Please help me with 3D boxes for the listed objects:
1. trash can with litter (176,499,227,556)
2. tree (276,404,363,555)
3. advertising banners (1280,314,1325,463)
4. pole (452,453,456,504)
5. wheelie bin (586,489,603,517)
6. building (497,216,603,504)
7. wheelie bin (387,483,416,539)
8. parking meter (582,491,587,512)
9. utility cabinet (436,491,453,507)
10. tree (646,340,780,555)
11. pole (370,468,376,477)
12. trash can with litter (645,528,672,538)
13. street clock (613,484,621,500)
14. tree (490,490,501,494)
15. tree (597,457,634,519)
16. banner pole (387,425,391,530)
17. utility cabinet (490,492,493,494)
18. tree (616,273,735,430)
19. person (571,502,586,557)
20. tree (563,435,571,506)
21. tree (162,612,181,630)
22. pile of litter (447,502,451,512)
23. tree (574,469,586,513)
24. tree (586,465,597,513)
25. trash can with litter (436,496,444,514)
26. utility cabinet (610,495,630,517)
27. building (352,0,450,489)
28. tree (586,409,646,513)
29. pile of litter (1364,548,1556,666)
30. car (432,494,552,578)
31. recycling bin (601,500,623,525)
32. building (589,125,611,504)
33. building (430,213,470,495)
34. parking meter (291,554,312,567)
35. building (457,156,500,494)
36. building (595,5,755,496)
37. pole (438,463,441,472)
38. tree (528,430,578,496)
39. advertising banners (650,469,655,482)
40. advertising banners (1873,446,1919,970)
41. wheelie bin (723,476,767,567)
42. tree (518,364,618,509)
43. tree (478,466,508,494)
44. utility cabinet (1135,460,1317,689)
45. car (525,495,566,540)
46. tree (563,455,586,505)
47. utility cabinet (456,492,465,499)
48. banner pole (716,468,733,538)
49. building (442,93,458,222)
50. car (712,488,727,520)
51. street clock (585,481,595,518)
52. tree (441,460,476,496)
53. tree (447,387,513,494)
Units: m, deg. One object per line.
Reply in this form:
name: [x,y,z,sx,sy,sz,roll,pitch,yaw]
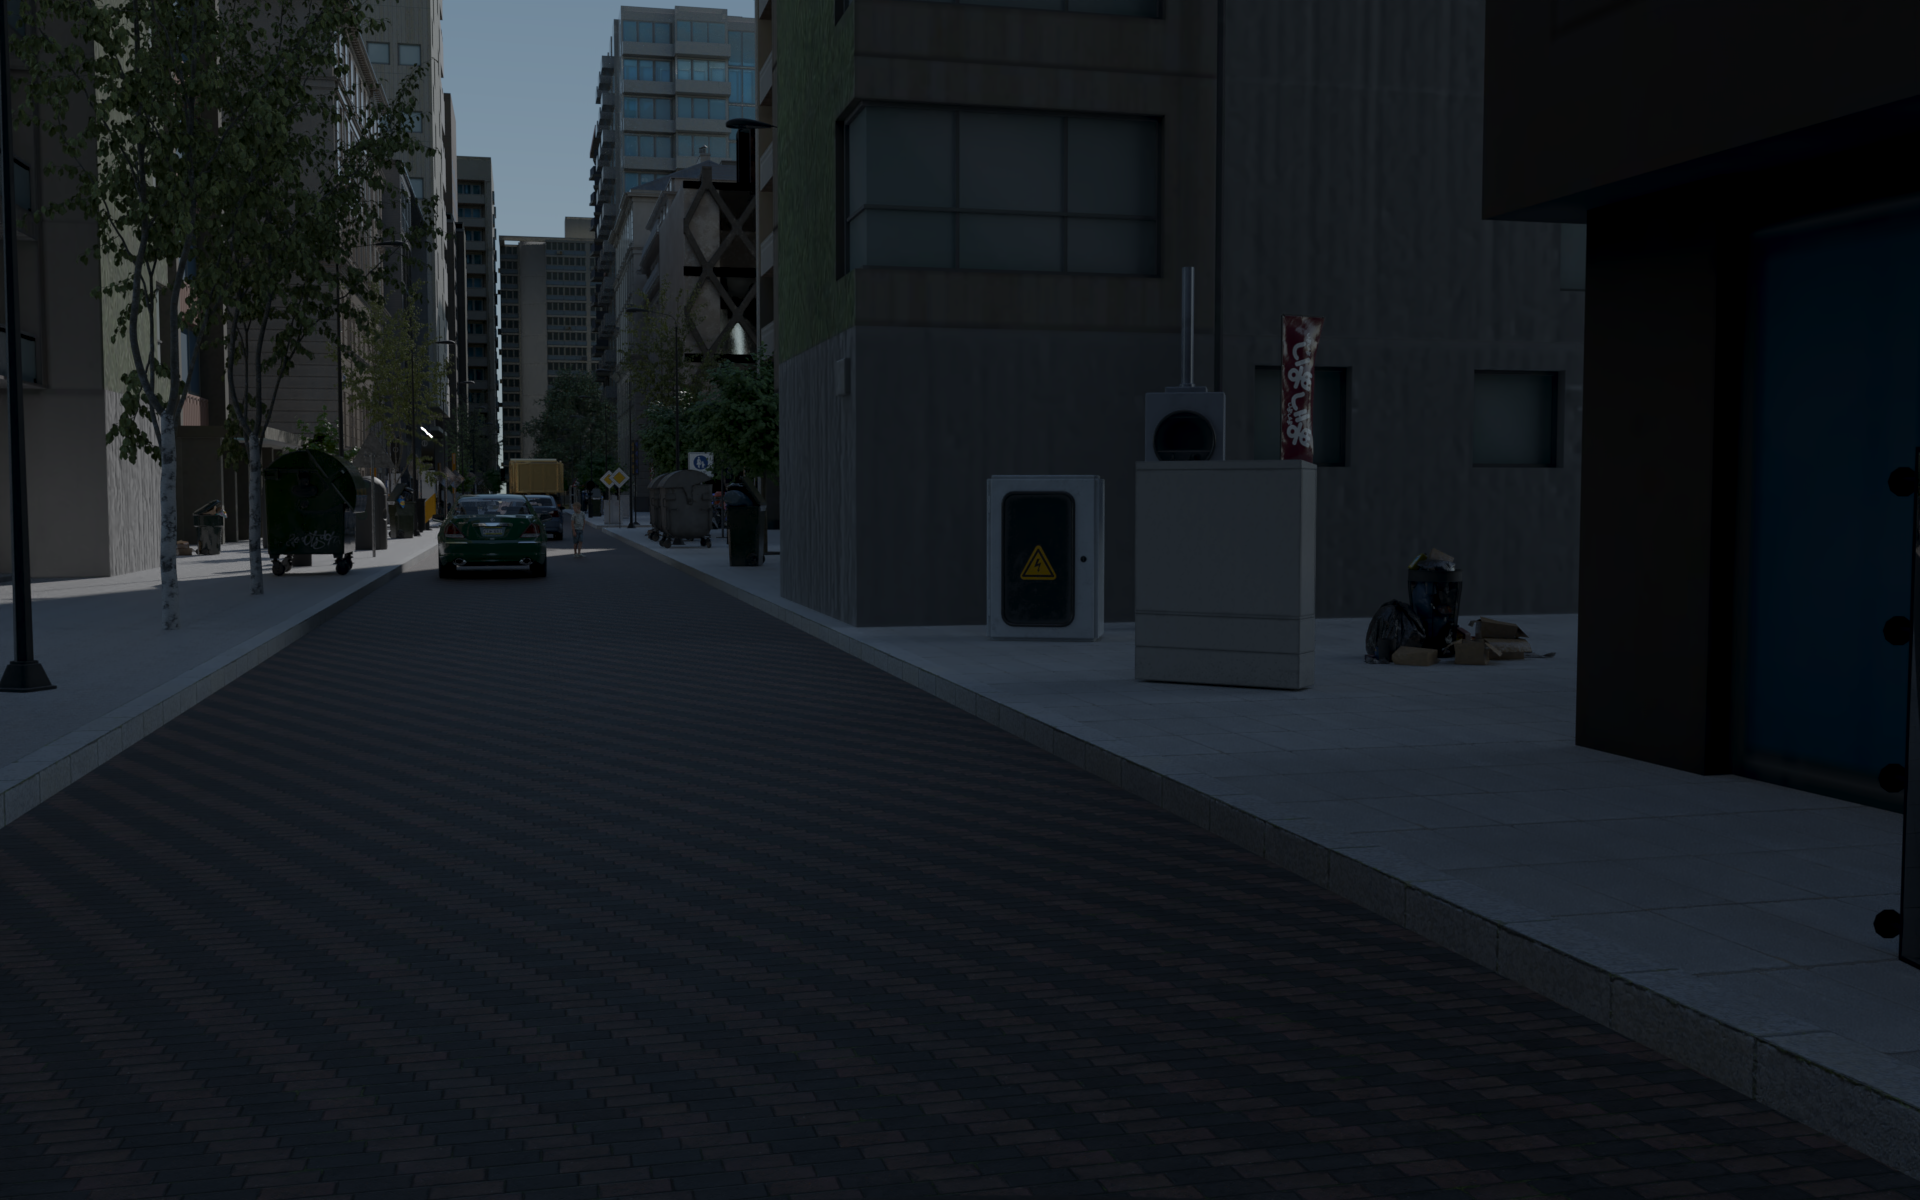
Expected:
trash can with litter: [-15.967,-1.522,36.278,1.055,1.170,0.624,-3,5,-43]
tree: [-13.523,-2.602,37.141,1.663,3.219,1.824,0,3,0]
advertising banners: [2.666,-1.250,16.633,2.074,3.025,0.090,-2,4,-27]
pole: [-25.259,-5.666,86.490,0.158,3.312,0.155,0,3,0]
wheelie bin: [-20.808,-5.538,98.449,0.980,1.594,0.693,-2,4,-31]
building: [-53.080,-33.878,245.789,23.993,40.220,32.217,-1,4,-14]
wheelie bin: [-16.173,-2.585,50.170,0.693,1.594,0.980,-3,5,-40]
parking meter: [-27.630,-7.282,127.475,0.372,1.533,0.369,0,3,0]
utility cabinet: [-33.046,-6.241,110.721,1.173,1.500,0.318,-3,4,-38]
tree: [-4.210,-3.263,37.065,4.285,4.588,4.351,0,3,0]
pole: [-20.929,-4.156,61.795,0.158,3.312,0.155,0,3,0]
trash can with litter: [-8.584,-2.361,49.995,1.055,1.170,0.624,0,4,6]
street clock: [-17.050,-4.999,86.299,0.358,2.002,0.471,-3,5,-42]
tree: [-56.768,-13.340,212.703,1.663,3.219,1.824,0,3,0]
tree: [-17.889,-5.898,91.033,1.663,3.219,1.824,0,3,0]
banner pole: [-20.343,-4.393,61.846,0.401,3.779,0.863,-1,4,-22]
utility cabinet: [-38.672,-8.158,142.069,0.318,1.500,1.173,-2,4,-35]
tree: [-9.769,-6.640,58.925,4.737,8.622,4.395,0,3,0]
person: [-8.658,-1.600,39.346,0.332,1.250,0.352,0,4,-1]
tree: [-39.824,-13.844,176.714,4.360,8.622,3.978,0,3,0]
tree: [-7.365,-4.038,16.380,4.737,8.622,4.395,0,3,0]
pile of litter: [-38.198,-7.218,131.983,1.719,0.858,1.176,-3,4,-37]
tree: [-25.046,-7.423,115.962,1.663,3.219,1.824,0,3,0]
tree: [-21.999,-6.933,107.952,1.663,3.219,1.824,0,3,0]
trash can with litter: [-24.570,-4.322,82.045,0.624,1.170,1.055,2,4,31]
utility cabinet: [-19.117,-5.271,97.345,1.020,1.237,0.306,-2,4,-30]
building: [-59.599,-34.441,152.355,28.713,52.752,27.495,-1,4,-14]
tree: [-8.362,-4.250,53.200,4.285,4.588,4.351,0,3,0]
pile of litter: [3.889,0.031,13.463,1.719,0.858,1.176,-1,4,-11]
car: [-8.410,-1.185,31.173,2.131,1.459,4.920,-1,4,-15]
recycling bin: [-14.667,-3.717,73.325,0.722,1.027,0.722,0,4,-4]
building: [-32.310,-33.691,205.466,22.147,44.769,28.867,-1,4,-14]
building: [-57.277,-24.670,175.062,14.160,30.474,14.107,-1,4,-14]
parking meter: [-11.709,-1.365,30.728,0.372,1.533,0.369,0,3,0]
building: [-73.728,-37.337,234.165,21.600,48.544,21.300,-1,4,-14]
building: [-25.274,-34.054,176.393,23.786,49.044,30.456,-1,4,-14]
pole: [-34.051,-7.309,113.345,0.158,3.312,0.155,0,3,0]
tree: [-47.409,-16.456,203.459,7.601,10.594,8.767,-1,4,-22]
advertising banners: [-16.559,-6.080,95.591,0.090,3.025,2.074,-3,5,-44]
advertising banners: [2.614,-0.461,3.729,0.090,3.025,2.074,0,4,-1]
wheelie bin: [-3.834,-1.404,30.860,0.693,1.594,0.980,0,4,5]
tree: [-33.988,-14.408,152.573,9.611,12.733,9.660,0,3,0]
tree: [-53.132,-13.072,197.440,4.285,4.588,4.351,0,3,0]
utility cabinet: [1.773,-0.179,11.601,1.173,1.500,0.318,2,4,31]
car: [-13.524,-2.626,54.939,2.014,1.417,4.499,-1,4,-15]
tree: [-25.047,-8.352,120.265,4.285,4.588,4.351,0,3,0]
utility cabinet: [-38.745,-7.629,133.419,1.173,1.500,0.318,-3,4,-39]
banner pole: [-6.829,-3.706,50.615,0.401,3.779,0.863,1,4,22]
building: [-61.887,-32.915,188.276,14.600,45.320,14.200,-1,4,-14]
car: [-8.429,-3.620,68.782,3.694,1.707,1.945,-1,4,-13]
street clock: [-19.989,-5.448,93.640,0.471,2.002,0.358,-2,4,-34]
tree: [-30.294,-6.691,104.001,1.663,3.219,1.824,0,3,0]
tree: [-33.214,-10.340,119.428,4.360,8.622,3.978,0,3,0]
